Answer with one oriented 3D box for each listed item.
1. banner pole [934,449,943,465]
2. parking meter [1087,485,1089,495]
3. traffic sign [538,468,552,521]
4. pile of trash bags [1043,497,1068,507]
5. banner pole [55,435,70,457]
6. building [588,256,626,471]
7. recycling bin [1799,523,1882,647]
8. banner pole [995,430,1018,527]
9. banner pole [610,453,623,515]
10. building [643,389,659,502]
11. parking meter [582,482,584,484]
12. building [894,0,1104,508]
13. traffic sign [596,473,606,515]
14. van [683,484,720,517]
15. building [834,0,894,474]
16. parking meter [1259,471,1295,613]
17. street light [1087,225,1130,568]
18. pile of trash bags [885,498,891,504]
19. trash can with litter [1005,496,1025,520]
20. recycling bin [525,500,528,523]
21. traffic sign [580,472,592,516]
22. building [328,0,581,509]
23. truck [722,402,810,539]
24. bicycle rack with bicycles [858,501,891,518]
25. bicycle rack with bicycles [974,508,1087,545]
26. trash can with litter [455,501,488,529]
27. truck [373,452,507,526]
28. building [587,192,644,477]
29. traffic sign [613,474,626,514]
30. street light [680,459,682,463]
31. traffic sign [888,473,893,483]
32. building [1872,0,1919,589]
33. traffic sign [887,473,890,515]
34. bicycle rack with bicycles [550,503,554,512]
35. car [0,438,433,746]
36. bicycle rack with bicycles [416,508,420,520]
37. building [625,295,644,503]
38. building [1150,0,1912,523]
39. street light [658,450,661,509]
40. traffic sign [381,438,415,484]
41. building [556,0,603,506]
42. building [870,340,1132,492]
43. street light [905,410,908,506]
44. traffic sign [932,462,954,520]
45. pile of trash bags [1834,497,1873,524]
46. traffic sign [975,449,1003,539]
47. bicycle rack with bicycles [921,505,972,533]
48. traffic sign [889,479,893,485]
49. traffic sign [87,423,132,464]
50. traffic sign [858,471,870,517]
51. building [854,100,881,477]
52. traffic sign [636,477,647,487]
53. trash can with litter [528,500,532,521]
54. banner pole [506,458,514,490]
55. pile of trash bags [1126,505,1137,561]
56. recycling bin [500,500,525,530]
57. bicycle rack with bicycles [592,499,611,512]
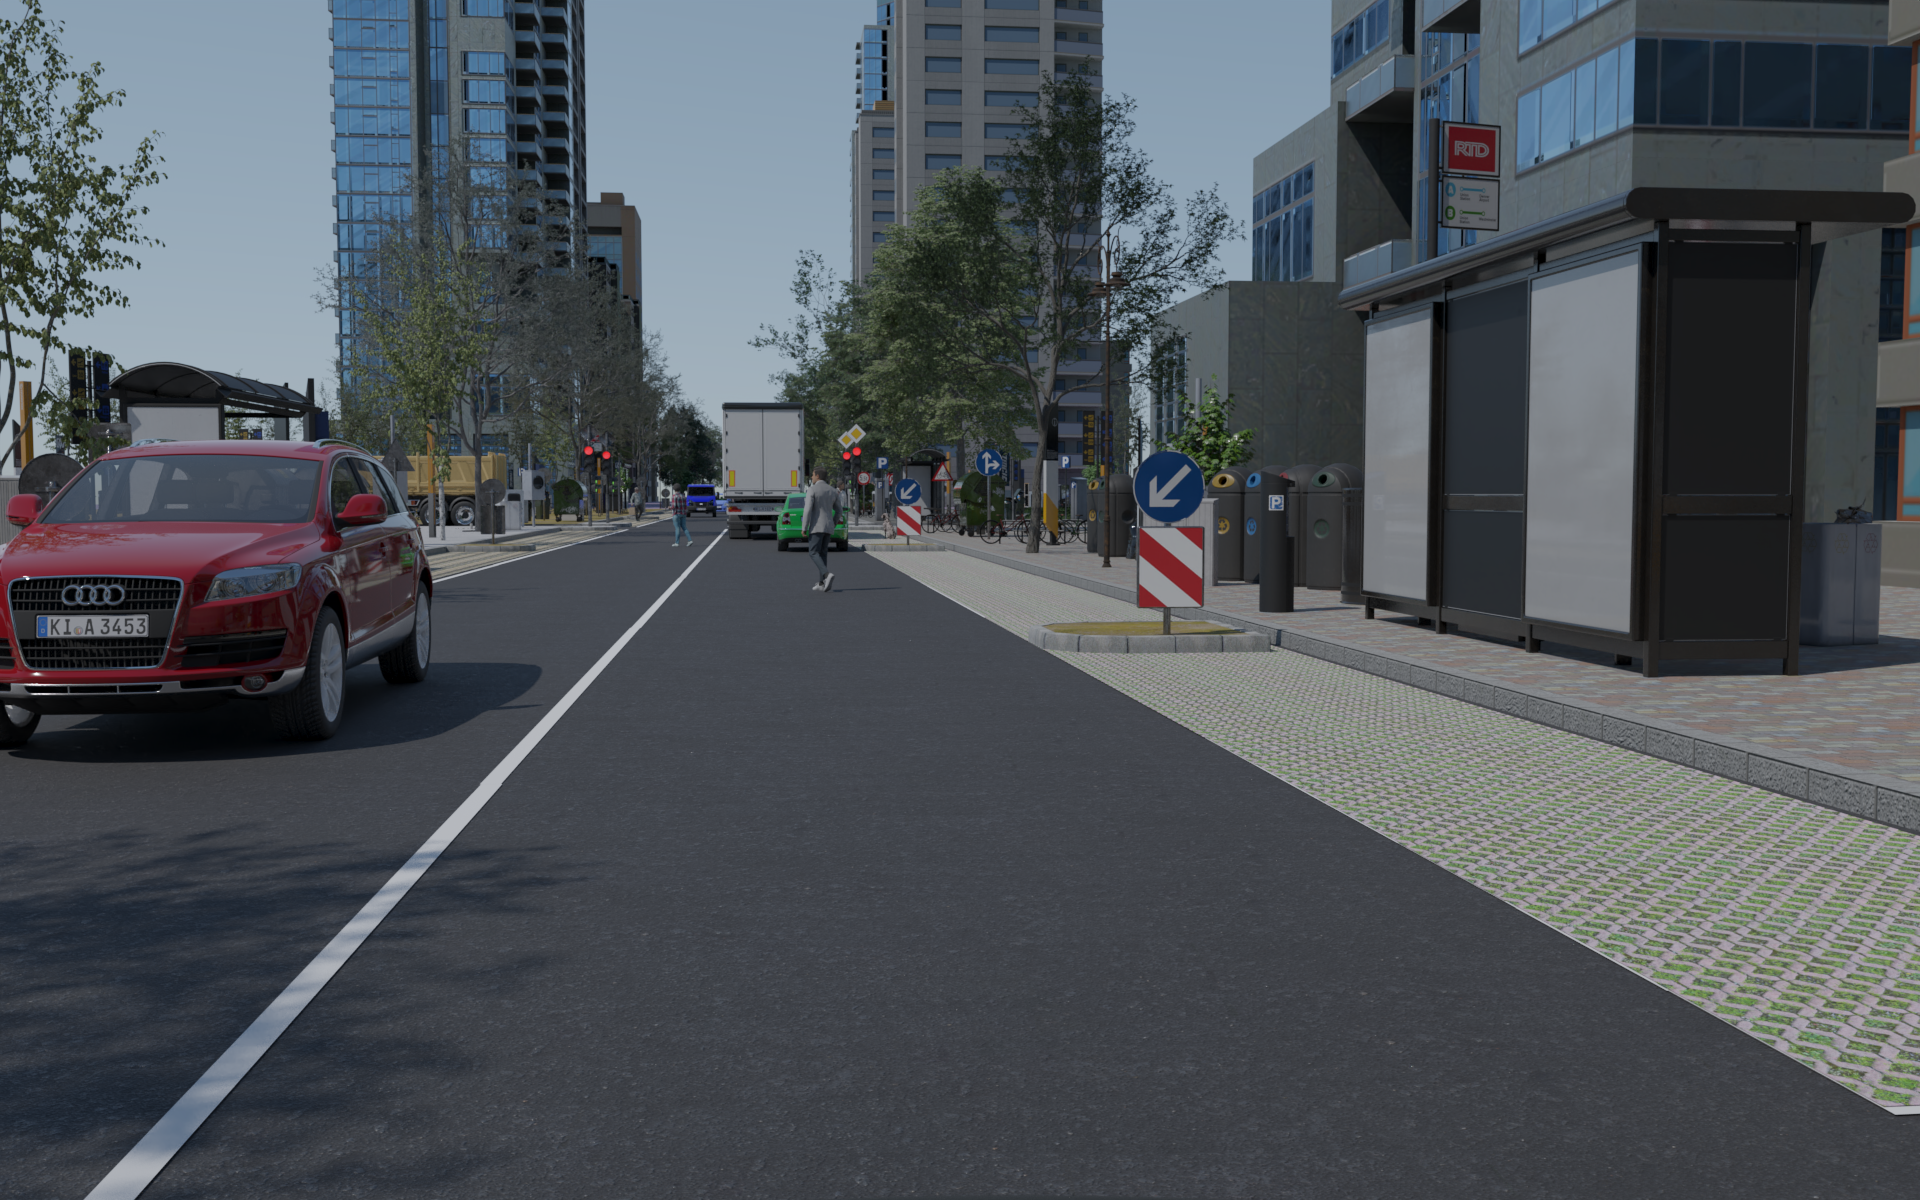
[{"bbox_3d":[-1.043,-6.576,97.527,0.401,3.779,0.863,-1,4,-13],"label":"banner pole"},{"bbox_3d":[7.519,-5.950,102.989,0.255,1.863,0.399,-2,4,-34],"label":"parking meter"},{"bbox_3d":[-20.097,-5.109,83.636,0.768,2.556,0.104,0,4,1],"label":"traffic sign"},{"bbox_3d":[7.055,-7.090,125.674,1.912,1.369,3.447,-1,4,-20],"label":"pile of trash bags"},{"bbox_3d":[-33.534,-4.577,64.859,0.401,3.779,0.863,1,4,15],"label":"banner pole"},{"bbox_3d":[-48.260,-26.667,207.711,14.160,30.474,14.107,0,4,-7],"label":"building"},{"bbox_3d":[7.407,-0.147,14.960,0.722,1.027,0.722,-2,4,-25],"label":"recycling bin"},{"bbox_3d":[1.865,-4.728,67.316,0.863,3.779,0.401,-2,4,-27],"label":"banner pole"},{"bbox_3d":[-22.610,-7.575,113.862,0.863,3.779,0.401,-2,4,-26],"label":"banner pole"},{"bbox_3d":[-63.977,-26.717,281.860,27.650,21.520,28.899,0,4,-7],"label":"building"},{"bbox_3d":[-18.258,-4.728,83.019,0.399,1.863,0.255,1,4,13],"label":"parking meter"},{"bbox_3d":[3.794,-38.894,177.917,21.231,58.520,28.212,0,4,-7],"label":"building"},{"bbox_3d":[-21.522,-6.358,104.052,0.768,2.556,0.104,0,4,1],"label":"traffic sign"},{"bbox_3d":[-16.131,-6.336,107.981,2.240,2.365,5.245,-1,4,-8],"label":"van"},{"bbox_3d":[-9.883,-60.128,295.769,22.319,86.520,31.000,0,4,-7],"label":"building"},{"bbox_3d":[3.451,-0.638,18.839,0.372,1.533,0.369,0,3,0],"label":"parking meter"},{"bbox_3d":[2.567,-3.506,30.111,0.468,5.910,1.993,0,4,-7],"label":"street light"},{"bbox_3d":[-6.352,-8.112,142.387,3.447,1.369,1.912,0,4,-4],"label":"pile of trash bags"},{"bbox_3d":[2.502,-4.237,80.667,0.624,1.170,1.055,3,5,43],"label":"trash can with litter"},{"bbox_3d":[-19.554,-3.907,76.425,0.722,1.027,0.722,3,4,39],"label":"recycling bin"},{"bbox_3d":[-21.391,-6.054,99.097,0.768,2.556,0.104,0,4,0],"label":"traffic sign"},{"bbox_3d":[-46.981,-51.966,162.314,22.319,86.520,31.000,0,4,-7],"label":"building"},{"bbox_3d":[-6.499,-4.257,58.520,2.839,4.237,11.283,0,4,-5],"label":"truck"},{"bbox_3d":[-3.934,-4.930,93.982,2.852,0.926,2.925,-2,4,-32],"label":"bicycle rack with bicycles"},{"bbox_3d":[2.265,-1.933,44.990,2.925,0.926,2.852,1,4,22],"label":"bicycle rack with bicycles"},{"bbox_3d":[-17.378,-3.214,63.600,1.678,1.210,2.233,-3,5,-43],"label":"trash can with litter"},{"bbox_3d":[-23.906,-4.626,71.562,9.791,3.379,3.469,0,4,-5],"label":"truck"},{"bbox_3d":[-55.100,-37.306,260.055,14.600,45.320,14.200,0,4,-7],"label":"building"},{"bbox_3d":[-21.749,-6.748,110.332,0.884,2.594,0.081,0,4,-6],"label":"traffic sign"},{"bbox_3d":[-31.065,-13.456,192.788,0.468,5.910,1.993,0,4,-7],"label":"street light"},{"bbox_3d":[-3.966,-6.397,104.702,0.768,2.556,0.104,0,4,-1],"label":"traffic sign"},{"bbox_3d":[28.284,-10.158,11.124,27.650,21.520,28.899,0,4,-7],"label":"building"},{"bbox_3d":[-4.359,-6.480,105.959,0.884,2.594,0.081,0,4,-2],"label":"traffic sign"},{"bbox_3d":[-30.936,-6.818,124.848,2.925,0.926,2.852,0,4,5],"label":"bicycle rack with bicycles"},{"bbox_3d":[-4.896,-0.181,11.634,2.281,1.827,5.304,0,4,-8],"label":"car"},{"bbox_3d":[-26.876,-4.420,85.642,2.852,0.926,2.925,2,4,35],"label":"bicycle rack with bicycles"},{"bbox_3d":[-52.767,-29.043,246.556,14.160,30.474,14.107,0,4,-7],"label":"building"},{"bbox_3d":[19.756,-44.869,46.286,22.319,86.520,31.000,0,4,-7],"label":"building"},{"bbox_3d":[-26.518,-11.028,153.094,0.468,5.910,1.993,0,4,-7],"label":"street light"},{"bbox_3d":[-13.195,-2.478,40.519,0.884,2.594,0.081,0,4,-4],"label":"traffic sign"},{"bbox_3d":[-49.290,-45.912,188.906,20.563,71.187,20.611,0,4,-7],"label":"building"},{"bbox_3d":[3.953,-22.185,207.757,27.650,21.520,28.899,0,4,-7],"label":"building"},{"bbox_3d":[-2.140,-5.899,69.228,0.468,5.910,1.993,0,4,-7],"label":"street light"},{"bbox_3d":[-0.697,-4.278,69.952,0.884,2.594,0.081,0,4,2],"label":"traffic sign"},{"bbox_3d":[16.093,-1.225,29.776,1.912,1.369,3.447,3,5,41],"label":"pile of trash bags"},{"bbox_3d":[0.819,-2.987,48.936,0.768,2.556,0.104,0,4,3],"label":"traffic sign"},{"bbox_3d":[0.077,-2.702,57.562,2.925,0.926,2.852,0,4,-6],"label":"bicycle rack with bicycles"},{"bbox_3d":[-3.869,-6.362,104.015,0.884,2.594,0.081,0,4,-1],"label":"traffic sign"},{"bbox_3d":[-12.210,-1.394,24.915,0.606,2.300,0.079,0,4,-6],"label":"traffic sign"},{"bbox_3d":[-5.376,-5.911,96.746,0.768,2.556,0.104,0,4,2],"label":"traffic sign"},{"bbox_3d":[-5.591,-44.325,266.713,21.231,58.520,28.212,0,4,-7],"label":"building"},{"bbox_3d":[-23.275,-7.735,126.565,0.768,2.556,0.104,0,4,2],"label":"traffic sign"},{"bbox_3d":[-20.436,-4.262,81.074,0.624,1.170,1.055,-3,4,-37],"label":"trash can with litter"},{"bbox_3d":[-31.408,-7.993,120.703,0.401,3.779,0.863,3,4,36],"label":"banner pole"},{"bbox_3d":[4.945,-1.470,33.784,3.447,1.369,1.912,1,4,8],"label":"pile of trash bags"},{"bbox_3d":[-16.006,-3.008,61.730,0.722,1.027,0.722,-1,4,-10],"label":"recycling bin"},{"bbox_3d":[-25.956,-6.875,125.785,2.852,0.926,2.925,0,4,-5],"label":"bicycle rack with bicycles"}]
